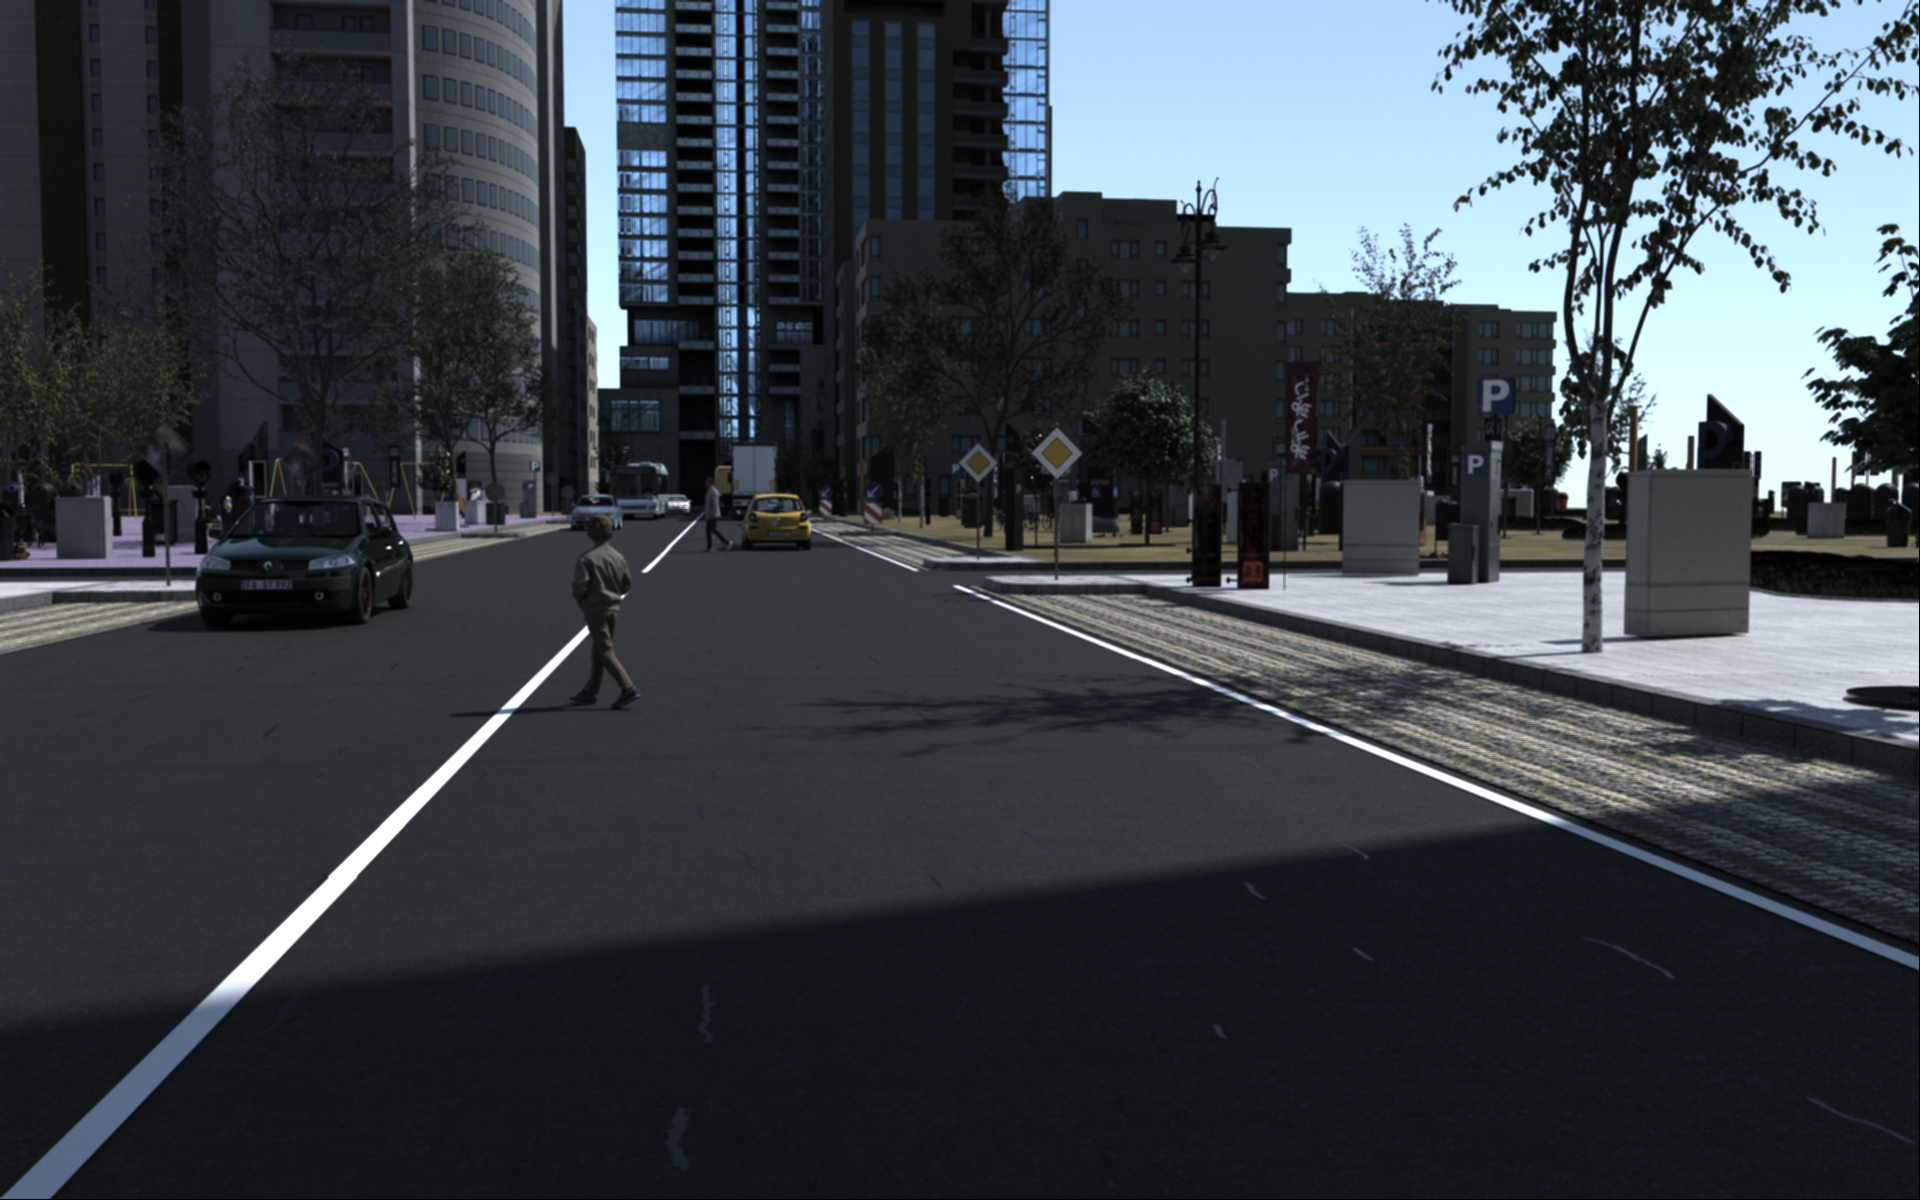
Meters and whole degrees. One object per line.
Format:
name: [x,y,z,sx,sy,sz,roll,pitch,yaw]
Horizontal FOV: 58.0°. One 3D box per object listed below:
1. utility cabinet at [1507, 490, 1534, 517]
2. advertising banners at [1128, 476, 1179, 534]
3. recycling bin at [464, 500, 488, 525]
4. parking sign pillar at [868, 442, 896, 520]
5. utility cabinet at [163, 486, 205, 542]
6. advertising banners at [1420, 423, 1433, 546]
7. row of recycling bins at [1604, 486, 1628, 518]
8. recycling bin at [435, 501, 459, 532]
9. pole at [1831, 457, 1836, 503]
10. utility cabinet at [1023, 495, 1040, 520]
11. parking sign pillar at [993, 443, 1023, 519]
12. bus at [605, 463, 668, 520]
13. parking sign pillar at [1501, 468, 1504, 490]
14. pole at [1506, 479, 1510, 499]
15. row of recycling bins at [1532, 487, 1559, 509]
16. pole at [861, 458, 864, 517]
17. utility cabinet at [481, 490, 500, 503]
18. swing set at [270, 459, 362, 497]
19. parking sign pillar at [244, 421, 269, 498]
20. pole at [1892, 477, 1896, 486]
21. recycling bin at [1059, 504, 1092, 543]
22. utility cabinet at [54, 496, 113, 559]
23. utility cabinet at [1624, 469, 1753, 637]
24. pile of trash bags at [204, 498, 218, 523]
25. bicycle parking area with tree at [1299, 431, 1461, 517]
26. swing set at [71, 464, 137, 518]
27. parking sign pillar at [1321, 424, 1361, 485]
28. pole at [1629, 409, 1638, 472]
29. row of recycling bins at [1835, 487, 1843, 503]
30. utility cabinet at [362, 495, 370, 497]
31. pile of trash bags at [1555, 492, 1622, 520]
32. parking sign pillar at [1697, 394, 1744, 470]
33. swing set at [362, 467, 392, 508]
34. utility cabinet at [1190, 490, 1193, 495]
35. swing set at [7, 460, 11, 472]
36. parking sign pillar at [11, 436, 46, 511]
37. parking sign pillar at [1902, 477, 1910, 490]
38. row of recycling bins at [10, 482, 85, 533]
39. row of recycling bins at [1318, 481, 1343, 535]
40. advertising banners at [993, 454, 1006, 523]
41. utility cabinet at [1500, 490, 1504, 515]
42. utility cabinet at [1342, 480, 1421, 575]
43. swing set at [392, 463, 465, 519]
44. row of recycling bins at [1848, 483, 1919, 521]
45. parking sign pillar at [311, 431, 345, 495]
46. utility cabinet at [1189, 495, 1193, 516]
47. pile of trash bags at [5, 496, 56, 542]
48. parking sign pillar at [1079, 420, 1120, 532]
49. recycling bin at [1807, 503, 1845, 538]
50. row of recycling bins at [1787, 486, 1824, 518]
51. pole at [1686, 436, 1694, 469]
utility cabinet: [27.501,-4.669,85.015,1.173,1.500,0.318,2,4,33]
advertising banners: [6.227,-3.613,55.258,2.074,3.025,0.090,3,5,43]
recycling bin: [-20.345,-3.689,72.875,0.722,1.027,0.722,2,4,28]
parking sign pillar: [-3.990,-6.079,87.856,1.447,3.967,1.447,-1,4,-21]
utility cabinet: [-20.480,-2.265,45.712,1.173,1.500,0.318,2,4,26]
advertising banners: [11.302,-2.828,42.426,0.090,3.025,2.074,2,4,29]
row of recycling bins: [34.449,-5.153,91.366,1.069,1.692,3.534,-1,4,-13]
recycling bin: [-17.619,-2.872,59.516,0.722,1.027,0.722,-1,4,-9]
pole: [48.106,-6.210,95.375,0.158,3.312,0.155,0,3,0]
utility cabinet: [3.408,-4.537,85.345,1.020,1.237,0.306,0,4,-1]
parking sign pillar: [2.543,-6.118,88.508,1.447,3.967,1.447,-1,4,-17]
bus: [-18.380,-6.404,99.563,2.948,3.499,13.247,0,4,-7]
parking sign pillar: [30.223,-6.723,98.386,1.447,3.967,1.447,2,4,35]
pole: [31.391,-6.442,99.165,0.158,3.312,0.155,0,3,0]
row of recycling bins: [35.531,-6.015,105.454,1.069,1.692,3.534,0,4,2]
pole: [-5.516,-6.367,97.942,0.158,3.312,0.155,0,3,0]
utility cabinet: [-27.120,-5.576,99.846,0.318,1.500,1.173,3,5,43]
swing set: [-28.728,-4.845,76.830,3.119,2.851,2.862,0,4,1]
parking sign pillar: [-25.848,-4.597,63.627,1.447,3.967,1.447,0,4,-1]
pole: [37.812,-4.666,70.124,0.158,3.312,0.155,0,3,0]
recycling bin: [3.057,-2.026,45.678,0.722,1.027,0.722,1,4,19]
utility cabinet: [-17.424,-1.425,34.462,1.020,1.237,0.306,0,4,5]
utility cabinet: [6.558,-0.424,15.611,1.173,1.500,0.318,-1,4,-22]
pile of trash bags: [-35.066,-4.165,77.845,3.447,1.369,1.912,1,4,18]
bicycle parking area with tree: [19.688,-5.768,81.304,9.016,4.147,8.231,0,4,-8]
swing set: [-45.494,-5.784,92.184,3.119,2.851,2.862,-2,4,-32]
parking sign pillar: [14.815,-4.734,65.880,1.447,3.967,1.447,2,4,33]
pole: [16.211,-2.930,41.746,0.158,3.312,0.155,0,3,0]
row of recycling bins: [56.025,-6.143,107.553,3.534,1.692,1.069,0,4,1]
utility cabinet: [-35.961,-5.689,104.177,1.020,1.237,0.306,2,4,26]
pile of trash bags: [31.366,-4.664,86.006,3.447,1.369,1.912,1,4,23]
parking sign pillar: [20.175,-3.518,45.987,1.447,3.967,1.447,-1,4,-16]
swing set: [-29.918,-5.357,85.212,2.862,2.851,3.119,0,4,-5]
utility cabinet: [13.257,-5.715,102.112,1.173,1.500,0.318,3,5,42]
swing set: [-44.315,-5.035,79.946,3.119,2.851,2.862,0,4,5]
parking sign pillar: [-41.450,-5.420,77.083,1.447,3.967,1.447,0,4,2]
parking sign pillar: [52.810,-6.575,95.974,1.447,3.967,1.447,0,4,-2]
row of recycling bins: [-31.206,-3.113,58.012,3.534,1.692,1.069,-1,4,-13]
row of recycling bins: [12.451,-3.015,56.404,1.069,1.692,3.534,2,4,24]
advertising banners: [2.039,-4.937,76.913,0.090,3.025,2.074,3,5,42]
utility cabinet: [27.003,-4.816,87.421,1.173,1.500,0.318,-1,4,-23]
utility cabinet: [6.642,-1.139,27.305,1.173,1.500,0.318,1,4,15]
swing set: [-26.877,-5.453,86.776,3.119,2.851,2.862,1,4,12]
row of recycling bins: [35.010,-3.506,64.434,3.534,1.692,1.069,3,4,37]
parking sign pillar: [-27.024,-5.232,74.014,1.447,3.967,1.447,0,4,-3]
utility cabinet: [13.258,-5.405,99.531,0.306,1.237,1.020,3,4,37]
pile of trash bags: [-25.427,-2.251,46.558,3.447,1.369,1.912,0,4,-1]
parking sign pillar: [4.683,-4.288,58.577,1.447,3.967,1.447,2,4,31]
recycling bin: [25.269,-2.322,50.522,0.722,1.027,0.722,-1,4,-14]
row of recycling bins: [41.264,-4.727,84.395,1.069,1.692,3.534,3,5,42]
pole: [25.520,-4.080,60.546,0.158,3.312,0.155,0,3,0]
